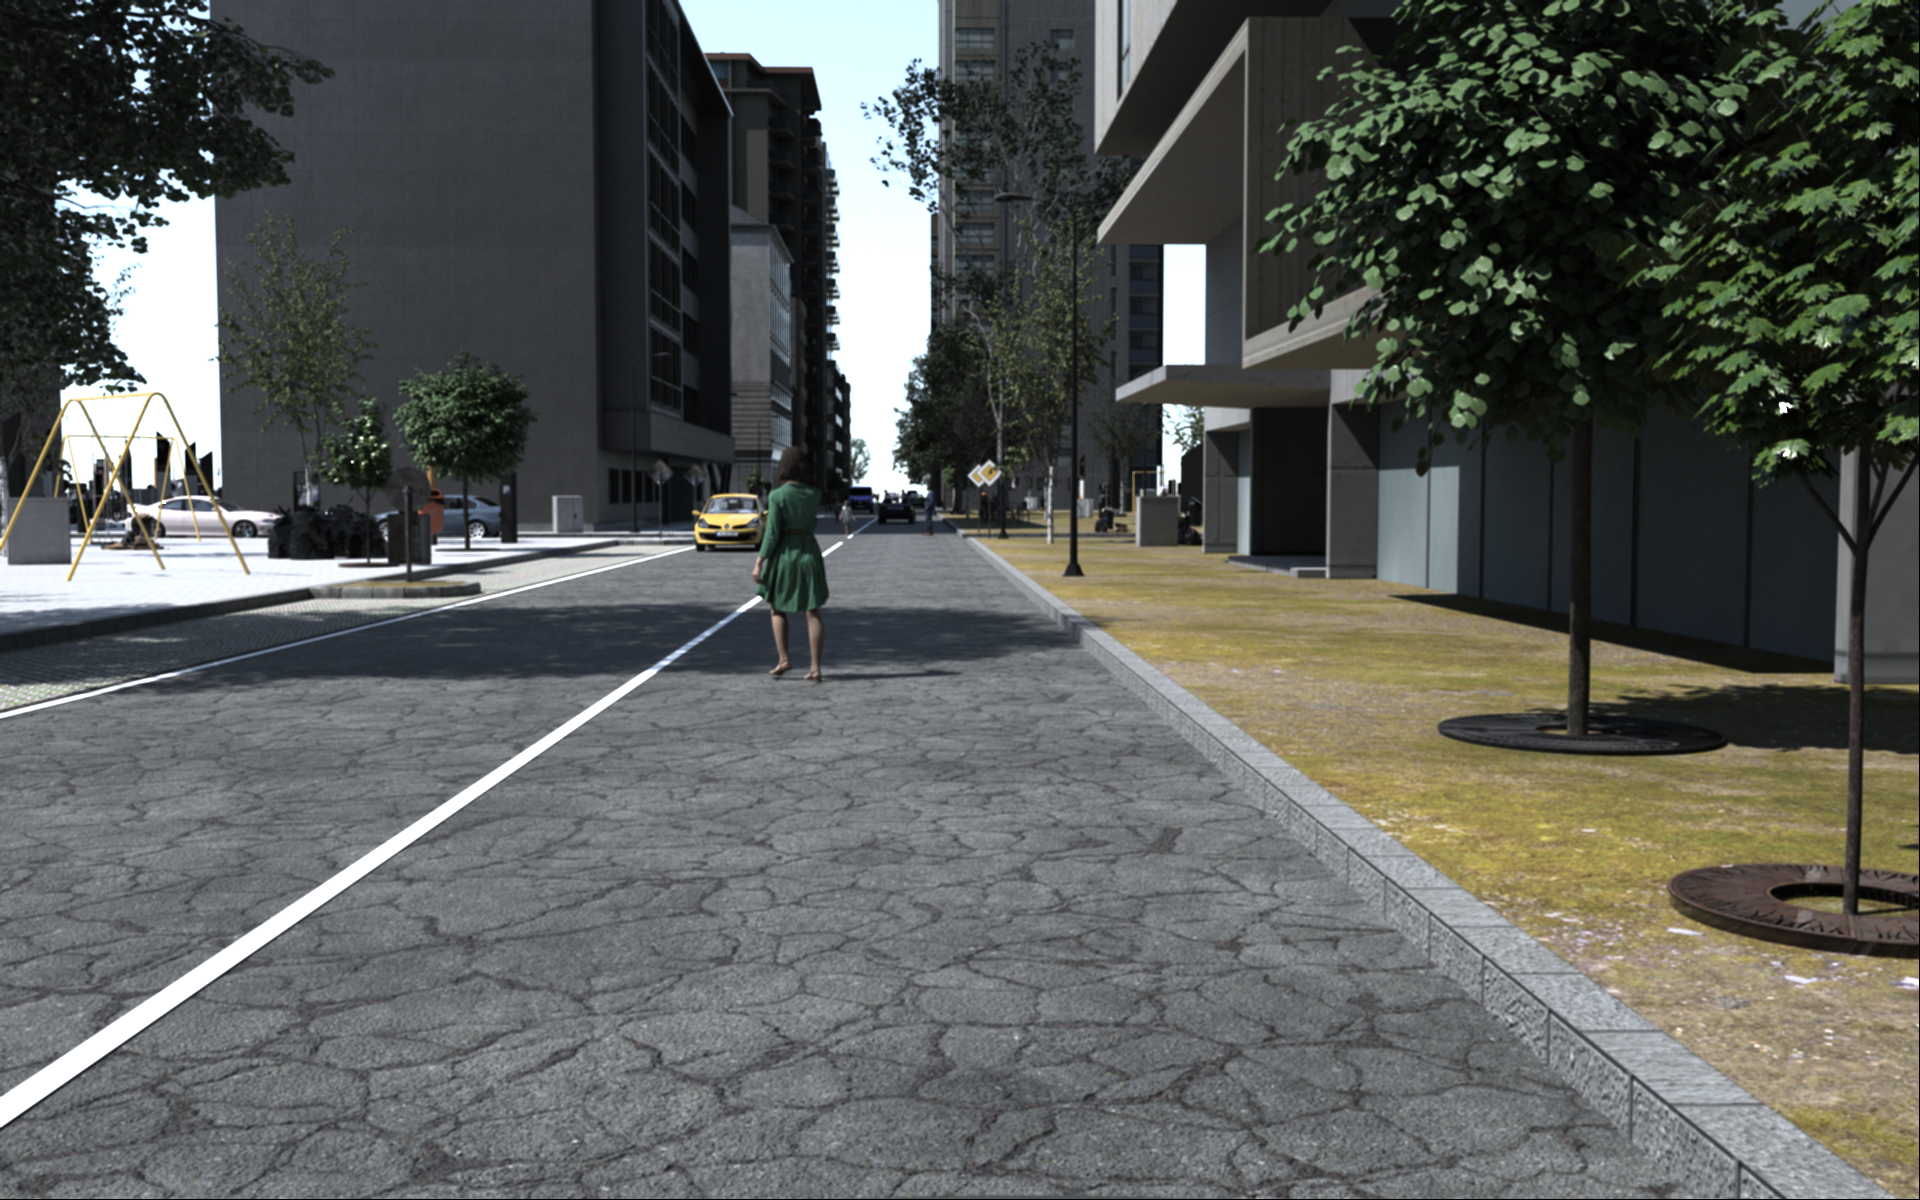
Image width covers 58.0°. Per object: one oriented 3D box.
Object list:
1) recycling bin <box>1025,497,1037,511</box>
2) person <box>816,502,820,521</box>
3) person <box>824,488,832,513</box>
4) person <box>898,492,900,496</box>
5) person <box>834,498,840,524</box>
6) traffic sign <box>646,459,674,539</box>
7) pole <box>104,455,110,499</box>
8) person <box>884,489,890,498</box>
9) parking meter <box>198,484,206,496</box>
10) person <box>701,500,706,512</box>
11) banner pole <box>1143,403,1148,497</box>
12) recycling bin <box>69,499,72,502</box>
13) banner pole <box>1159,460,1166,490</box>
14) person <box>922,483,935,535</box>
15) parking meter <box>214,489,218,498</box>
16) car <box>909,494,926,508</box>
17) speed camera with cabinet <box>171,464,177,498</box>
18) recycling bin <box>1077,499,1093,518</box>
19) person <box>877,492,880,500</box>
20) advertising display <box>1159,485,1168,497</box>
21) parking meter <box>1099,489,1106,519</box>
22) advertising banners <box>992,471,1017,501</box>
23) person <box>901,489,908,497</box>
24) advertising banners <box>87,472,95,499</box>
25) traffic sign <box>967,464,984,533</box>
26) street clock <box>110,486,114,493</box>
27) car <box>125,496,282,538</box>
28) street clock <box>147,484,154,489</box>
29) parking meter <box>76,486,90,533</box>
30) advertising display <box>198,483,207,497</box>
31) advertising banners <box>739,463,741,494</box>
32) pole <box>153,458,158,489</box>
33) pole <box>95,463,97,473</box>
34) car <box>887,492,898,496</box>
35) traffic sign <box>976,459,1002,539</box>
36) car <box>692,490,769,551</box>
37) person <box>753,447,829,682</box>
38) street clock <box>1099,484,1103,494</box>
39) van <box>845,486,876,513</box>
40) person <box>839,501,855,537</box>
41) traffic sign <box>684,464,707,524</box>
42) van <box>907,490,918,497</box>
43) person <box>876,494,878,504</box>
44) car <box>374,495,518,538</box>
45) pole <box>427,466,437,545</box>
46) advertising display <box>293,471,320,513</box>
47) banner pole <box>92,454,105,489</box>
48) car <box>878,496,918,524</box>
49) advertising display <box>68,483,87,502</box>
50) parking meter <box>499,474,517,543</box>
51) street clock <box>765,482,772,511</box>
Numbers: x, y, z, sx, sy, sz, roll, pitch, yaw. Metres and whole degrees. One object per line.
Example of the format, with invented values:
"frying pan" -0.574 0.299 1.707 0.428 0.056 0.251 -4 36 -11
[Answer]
"recycling bin" 5.425 -7.323 132.279 0.722 1.027 0.722 2 4 28
"person" -7.426 -4.828 87.556 0.853 1.813 0.709 3 5 40
"person" -9.989 -7.513 130.697 0.648 1.900 0.474 1 4 9
"person" -9.607 -15.865 268.614 0.721 1.743 1.217 0 4 7
"person" -5.854 -4.250 82.676 0.352 1.250 0.332 1 4 16
"traffic sign" -8.550 -2.801 49.431 0.795 2.450 0.064 0 4 -2
"pole" -45.036 -5.971 91.465 0.158 3.312 0.155 0 3 0
"person" -5.390 -7.255 127.472 0.721 1.781 0.623 -2 4 -24
"parking meter" -41.346 -5.423 94.376 0.255 1.863 0.399 3 5 43
"person" -8.856 -2.868 60.408 0.382 1.210 0.505 -2 4 -27
"banner pole" 5.082 -3.522 47.597 0.401 3.779 0.863 0 4 6
"recycling bin" -48.227 -4.936 93.265 0.722 1.027 0.722 -2 4 -31
"banner pole" 15.071 -8.485 128.748 0.401 3.779 0.863 -2 4 -32
"person" -1.064 -3.156 60.278 0.419 1.800 0.721 -1 4 -13
"parking meter" -37.392 -4.824 87.286 0.372 1.533 0.369 0 3 0
"car" -4.477 -10.387 178.625 1.959 1.807 4.718 0 4 -3
"speed camera with cabinet" -52.542 -7.325 114.095 2.038 3.252 0.660 0 4 -5
"recycling bin" 6.621 -4.840 91.693 0.722 1.027 0.722 1 4 17
"person" -13.078 -16.326 276.145 0.721 1.735 1.217 3 5 40
"advertising display" 14.724 -7.310 124.727 0.123 1.923 0.974 -2 4 -34
"parking meter" 7.476 -5.040 90.813 0.372 1.533 0.369 0 3 0
"advertising banners" 3.382 -8.254 131.142 2.074 3.025 0.090 2 4 26
"person" -4.004 -7.061 124.302 0.623 1.781 0.721 1 4 13
"advertising banners" -64.798 -8.092 128.498 2.074 3.025 0.090 -3 5 -44
"traffic sign" 0.625 -3.303 57.647 0.795 2.450 0.064 0 4 -2
"street clock" -64.496 -7.764 131.507 0.358 2.002 0.471 1 4 16
"car" -23.295 -2.529 53.714 4.827 1.381 2.083 0 4 0
"street clock" -60.952 -7.700 130.464 0.358 2.002 0.471 3 5 41
"parking meter" -28.833 -2.969 56.949 0.372 1.533 0.369 0 3 0
"advertising display" -43.495 -5.712 98.604 0.123 1.923 0.974 2 4 34
"advertising banners" -11.046 -5.544 86.826 0.090 3.025 2.074 0 4 -8
"pole" -44.922 -6.297 96.806 0.158 3.312 0.155 0 3 0
"pole" -57.365 -7.418 115.126 0.158 3.312 0.155 0 3 0
"car" -11.373 -17.152 289.100 2.281 1.827 5.304 0 4 -3
"traffic sign" 0.842 -2.815 49.665 0.795 2.450 0.064 0 4 -2
"car" -5.807 -2.099 44.540 2.015 1.641 3.980 0 4 -2
"person" -1.268 -0.279 13.308 0.600 1.795 0.529 -3 5 -41
"street clock" 9.920 -7.140 121.314 0.358 2.002 0.471 1 4 21
"van" -7.413 -7.668 129.754 2.240 2.365 5.245 0 4 -2
"person" -3.785 -2.727 58.096 0.505 1.210 0.382 -2 4 -35
"traffic sign" -8.766 -3.289 57.414 0.795 2.450 0.064 0 4 -2
"van" -7.817 -17.035 282.904 2.240 2.365 5.245 0 4 -2
"person" -11.747 -14.166 243.375 0.557 1.426 1.065 1 4 22
"car" -16.146 -2.576 54.114 4.499 1.417 2.014 0 4 0
"pole" -13.258 -3.034 43.452 0.158 3.312 0.155 0 3 0
"advertising display" -18.519 -2.685 49.114 0.123 1.923 0.974 1 4 18
"banner pole" -53.775 -7.219 108.053 0.863 3.779 0.401 -1 4 -9
"car" -3.046 -4.372 84.062 1.945 1.354 3.894 0 4 0
"advertising display" -50.851 -5.789 99.864 0.974 1.923 0.123 -1 4 -12
"parking meter" -11.803 -2.419 45.258 0.399 1.863 0.255 1 4 12
"street clock" -11.812 -6.251 106.767 0.358 2.002 0.471 -3 5 -44
